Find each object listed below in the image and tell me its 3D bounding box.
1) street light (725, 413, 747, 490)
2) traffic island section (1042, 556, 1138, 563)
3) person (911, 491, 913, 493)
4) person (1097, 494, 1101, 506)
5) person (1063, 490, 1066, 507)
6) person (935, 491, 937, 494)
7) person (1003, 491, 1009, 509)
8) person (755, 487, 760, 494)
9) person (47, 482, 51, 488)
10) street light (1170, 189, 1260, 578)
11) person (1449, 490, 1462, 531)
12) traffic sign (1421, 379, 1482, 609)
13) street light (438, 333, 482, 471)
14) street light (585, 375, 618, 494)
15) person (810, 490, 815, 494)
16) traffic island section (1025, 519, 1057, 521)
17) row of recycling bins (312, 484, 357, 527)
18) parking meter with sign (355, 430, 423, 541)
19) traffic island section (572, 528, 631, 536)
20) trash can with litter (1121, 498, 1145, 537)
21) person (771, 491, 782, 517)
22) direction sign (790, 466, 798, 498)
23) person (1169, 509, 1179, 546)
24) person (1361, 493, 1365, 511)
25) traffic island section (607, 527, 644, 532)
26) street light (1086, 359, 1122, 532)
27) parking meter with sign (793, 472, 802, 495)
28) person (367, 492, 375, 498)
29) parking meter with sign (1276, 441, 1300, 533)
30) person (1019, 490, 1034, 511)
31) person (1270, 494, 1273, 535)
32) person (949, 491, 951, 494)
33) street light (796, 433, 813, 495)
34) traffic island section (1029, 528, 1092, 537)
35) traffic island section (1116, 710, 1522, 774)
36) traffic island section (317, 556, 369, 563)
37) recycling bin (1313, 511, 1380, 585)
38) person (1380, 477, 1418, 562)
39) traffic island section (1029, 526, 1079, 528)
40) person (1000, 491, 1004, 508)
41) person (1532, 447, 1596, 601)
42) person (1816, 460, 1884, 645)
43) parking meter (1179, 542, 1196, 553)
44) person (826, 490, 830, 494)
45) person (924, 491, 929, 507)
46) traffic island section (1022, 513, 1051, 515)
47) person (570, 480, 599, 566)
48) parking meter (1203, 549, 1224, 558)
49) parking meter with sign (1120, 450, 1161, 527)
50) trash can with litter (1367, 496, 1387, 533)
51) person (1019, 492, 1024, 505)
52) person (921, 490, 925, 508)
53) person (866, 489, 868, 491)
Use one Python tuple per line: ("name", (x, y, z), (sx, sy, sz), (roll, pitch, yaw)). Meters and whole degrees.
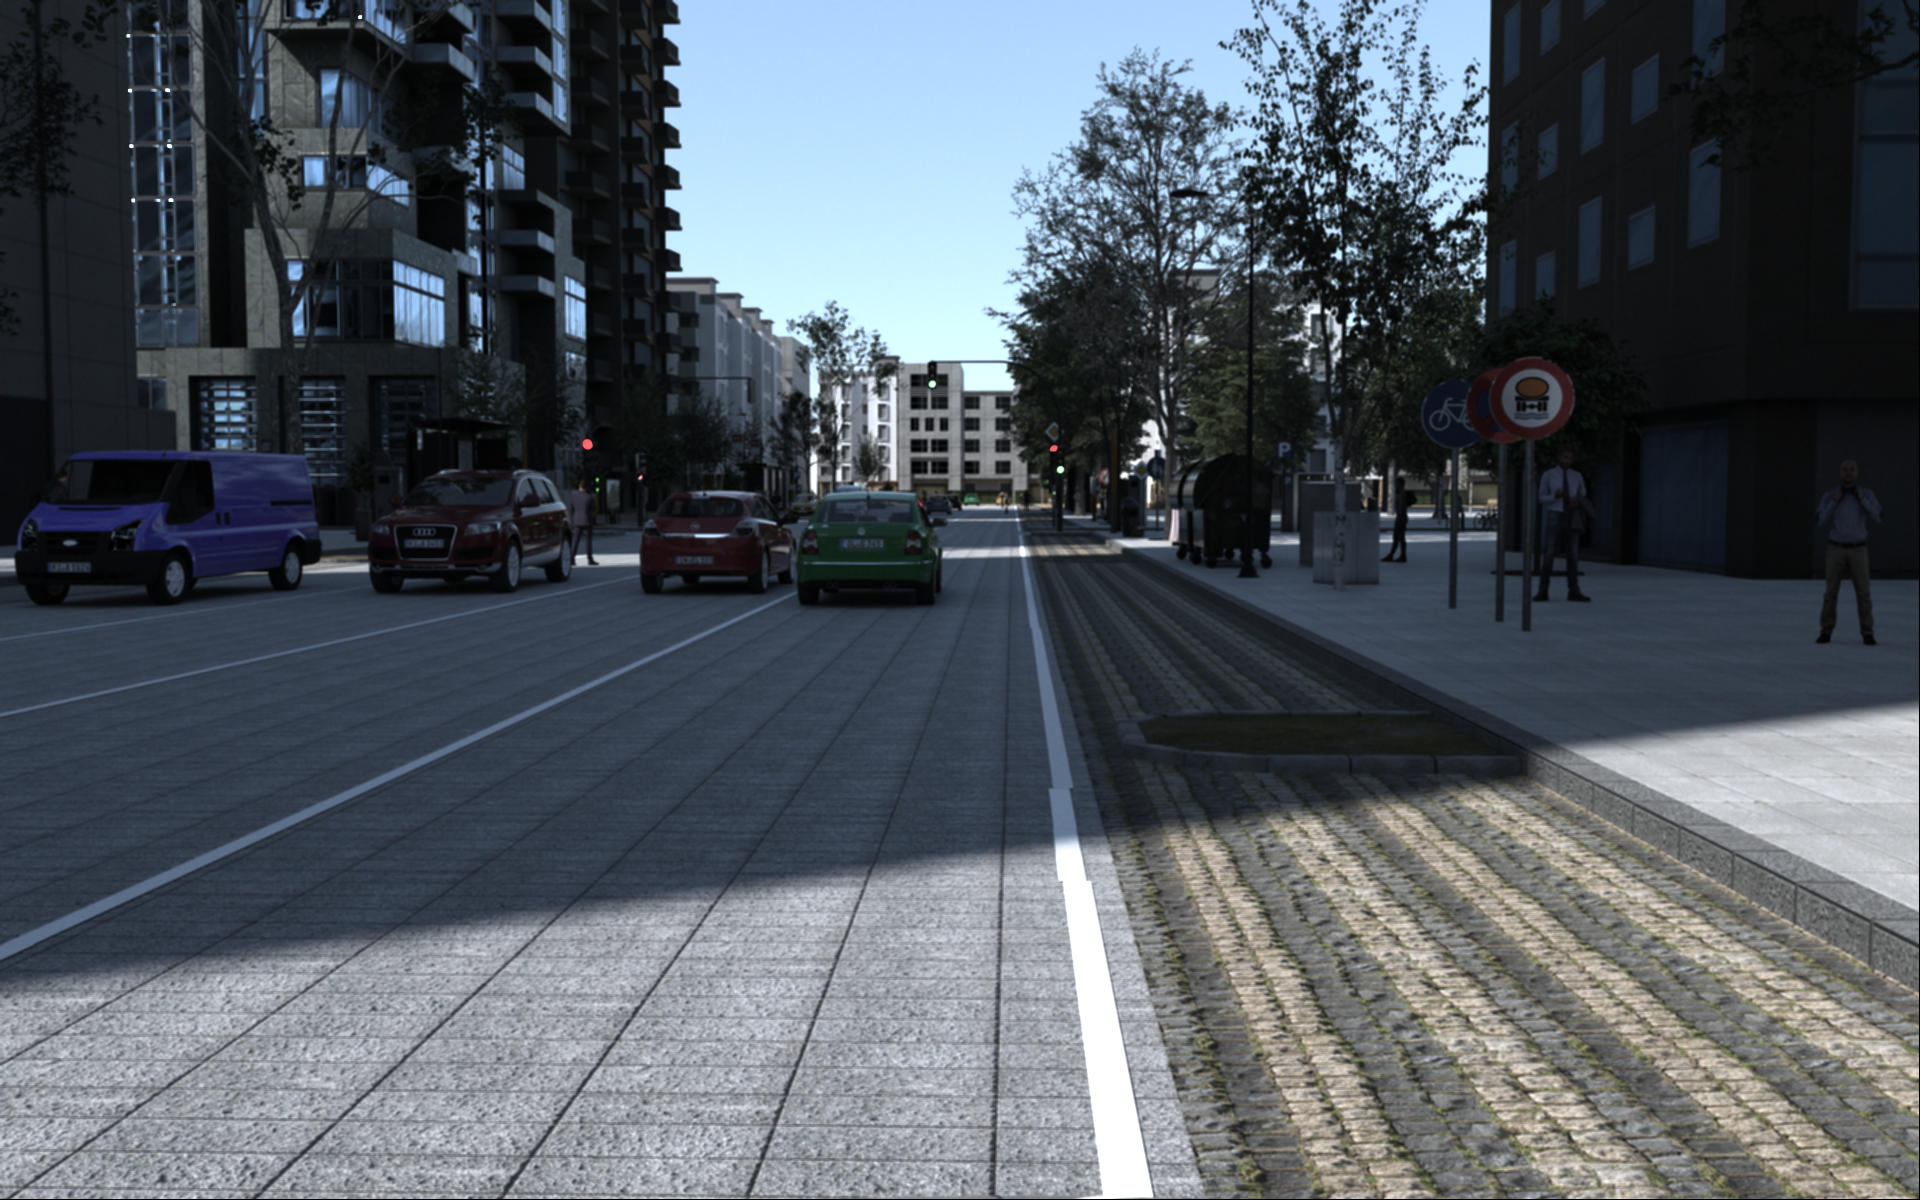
("street light", (-12.959, -7.773, 99.633), (1.470, 5.913, 1.316), (0, 4, 2))
("traffic island section", (2.738, -0.858, 36.889), (1.991, 0.108, 1.994), (0, 4, 2))
("person", (-5.500, -11.838, 202.774), (0.721, 1.735, 1.217), (-2, 4, -35))
("person", (14.839, -10.743, 182.379), (1.217, 1.739, 0.721), (-3, 5, -43))
("person", (10.541, -10.152, 172.757), (1.217, 1.736, 0.721), (-1, 4, -23))
("person", (-2.403, -9.671, 167.310), (0.721, 1.739, 1.217), (1, 4, 10))
("person", (4.462, -9.734, 168.436), (0.721, 1.735, 1.217), (2, 4, 24))
("person", (-12.862, -6.334, 110.328), (0.376, 1.734, 0.841), (0, 4, 1))
("person", (-18.205, -1.749, 35.083), (0.683, 1.767, 0.568), (1, 4, 19))
("street light", (3.901, -3.301, 26.520), (1.470, 5.913, 1.316), (0, 4, 2))
("person", (18.471, -3.321, 64.507), (0.593, 1.614, 0.444), (-1, 4, -17))
("traffic sign", (5.532, -1.178, 19.371), (0.768, 2.556, 0.104), (1, 4, 8))
("street light", (-14.492, -4.745, 50.122), (1.470, 5.913, 1.316), (0, 4, 2))
("street light", (-14.010, -5.808, 67.501), (1.470, 5.913, 1.316), (0, 4, 2))
("person", (-16.031, -11.070, 187.583), (0.990, 1.755, 0.434), (0, 4, 5))
("traffic island section", (4.448, -4.250, 92.350), (1.991, 0.108, 1.994), (0, 4, 2))
("row of recycling bins", (-25.598, -3.786, 69.021), (3.534, 1.692, 1.069), (1, 4, 17))
("parking meter with sign", (-15.540, -3.109, 47.087), (1.738, 3.016, 0.543), (0, 4, -3))
("traffic island section", (-12.730, -2.284, 59.630), (2.009, 0.180, 2.903), (0, 4, 2))
("trash can with litter", (5.236, -2.473, 51.824), (0.624, 1.170, 1.055), (-1, 4, -21))
("person", (-8.973, -4.565, 85.002), (0.647, 1.594, 0.662), (1, 4, 16))
("direction sign", (-13.506, -9.116, 141.040), (0.876, 3.537, 0.379), (3, 5, 41))
("person", (5.445, -2.203, 42.727), (0.621, 1.740, 0.551), (-1, 4, -22))
("person", (18.838, -4.502, 81.869), (0.590, 1.554, 0.614), (-3, 5, -44))
("traffic island section", (-12.485, -2.773, 67.612), (2.009, 0.180, 2.903), (0, 4, 2))
("street light", (4.877, -5.285, 58.958), (1.470, 5.913, 1.316), (0, 4, 2))
("parking meter with sign", (-12.620, -8.499, 135.221), (0.543, 3.016, 1.738), (-1, 4, -13))
("person", (-17.649, -2.847, 52.466), (0.709, 1.838, 0.599), (2, 4, 27))
("parking meter with sign", (11.100, -3.785, 58.151), (0.543, 3.016, 1.738), (2, 4, 25))
("person", (5.656, -8.481, 147.296), (1.348, 1.807, 0.705), (1, 4, 23))
("person", (9.527, -2.676, 53.699), (0.340, 1.345, 0.435), (-2, 4, -27))
("person", (-0.851, -9.723, 168.193), (0.721, 1.735, 1.217), (-2, 4, -26))
("street light", (-11.903, -9.751, 131.971), (1.470, 5.913, 1.316), (0, 4, 2))
("traffic island section", (3.423, -2.254, 59.130), (2.009, 0.180, 2.903), (0, 4, 2))
("traffic island section", (1.899, 0.799, 9.809), (1.991, 0.108, 1.994), (0, 4, 2))
("traffic island section", (-13.114, -0.846, 36.697), (1.991, 0.108, 1.994), (0, 4, 2))
("recycling bin", (5.552, -0.755, 24.903), (0.722, 1.027, 0.722), (-1, 4, -14))
("person", (8.282, -1.514, 32.674), (0.662, 1.594, 0.647), (1, 4, 10))
("traffic island section", (3.669, -2.742, 67.111), (2.009, 0.180, 2.903), (0, 4, 2))
("person", (4.369, -10.587, 182.399), (0.445, 1.727, 0.742), (-3, 4, -37))
("person", (7.189, -0.895, 20.547), (0.709, 1.838, 0.599), (0, 4, -2))
("person", (7.617, -0.412, 14.837), (0.516, 1.574, 0.319), (2, 4, 35))
("parking meter", (5.005, -1.969, 37.909), (0.399, 1.863, 0.255), (2, 4, 35))
("person", (-15.615, -12.151, 205.166), (0.683, 1.767, 0.568), (0, 4, 6))
("person", (-3.962, -11.634, 198.730), (0.705, 1.823, 1.348), (-3, 5, -41))
("traffic island section", (5.277, -5.897, 119.281), (1.991, 0.108, 1.994), (0, 4, 2))
("person", (-7.557, -1.550, 34.767), (0.541, 1.710, 0.530), (1, 4, 20))
("parking meter", (5.140, -1.801, 35.156), (0.399, 1.863, 0.255), (3, 5, 44))
("parking meter with sign", (7.026, -4.416, 68.462), (1.738, 3.016, 0.543), (2, 4, 24))
("trash can with litter", (13.509, -2.876, 58.073), (2.233, 1.210, 1.678), (-3, 4, -39))
("person", (8.002, -12.950, 220.938), (1.217, 1.736, 0.721), (2, 4, 32))
("person", (-3.705, -10.084, 173.380), (0.705, 1.822, 1.348), (0, 4, 4))
("person", (-8.077, -8.750, 151.508), (1.348, 1.831, 0.705), (2, 4, 31))
